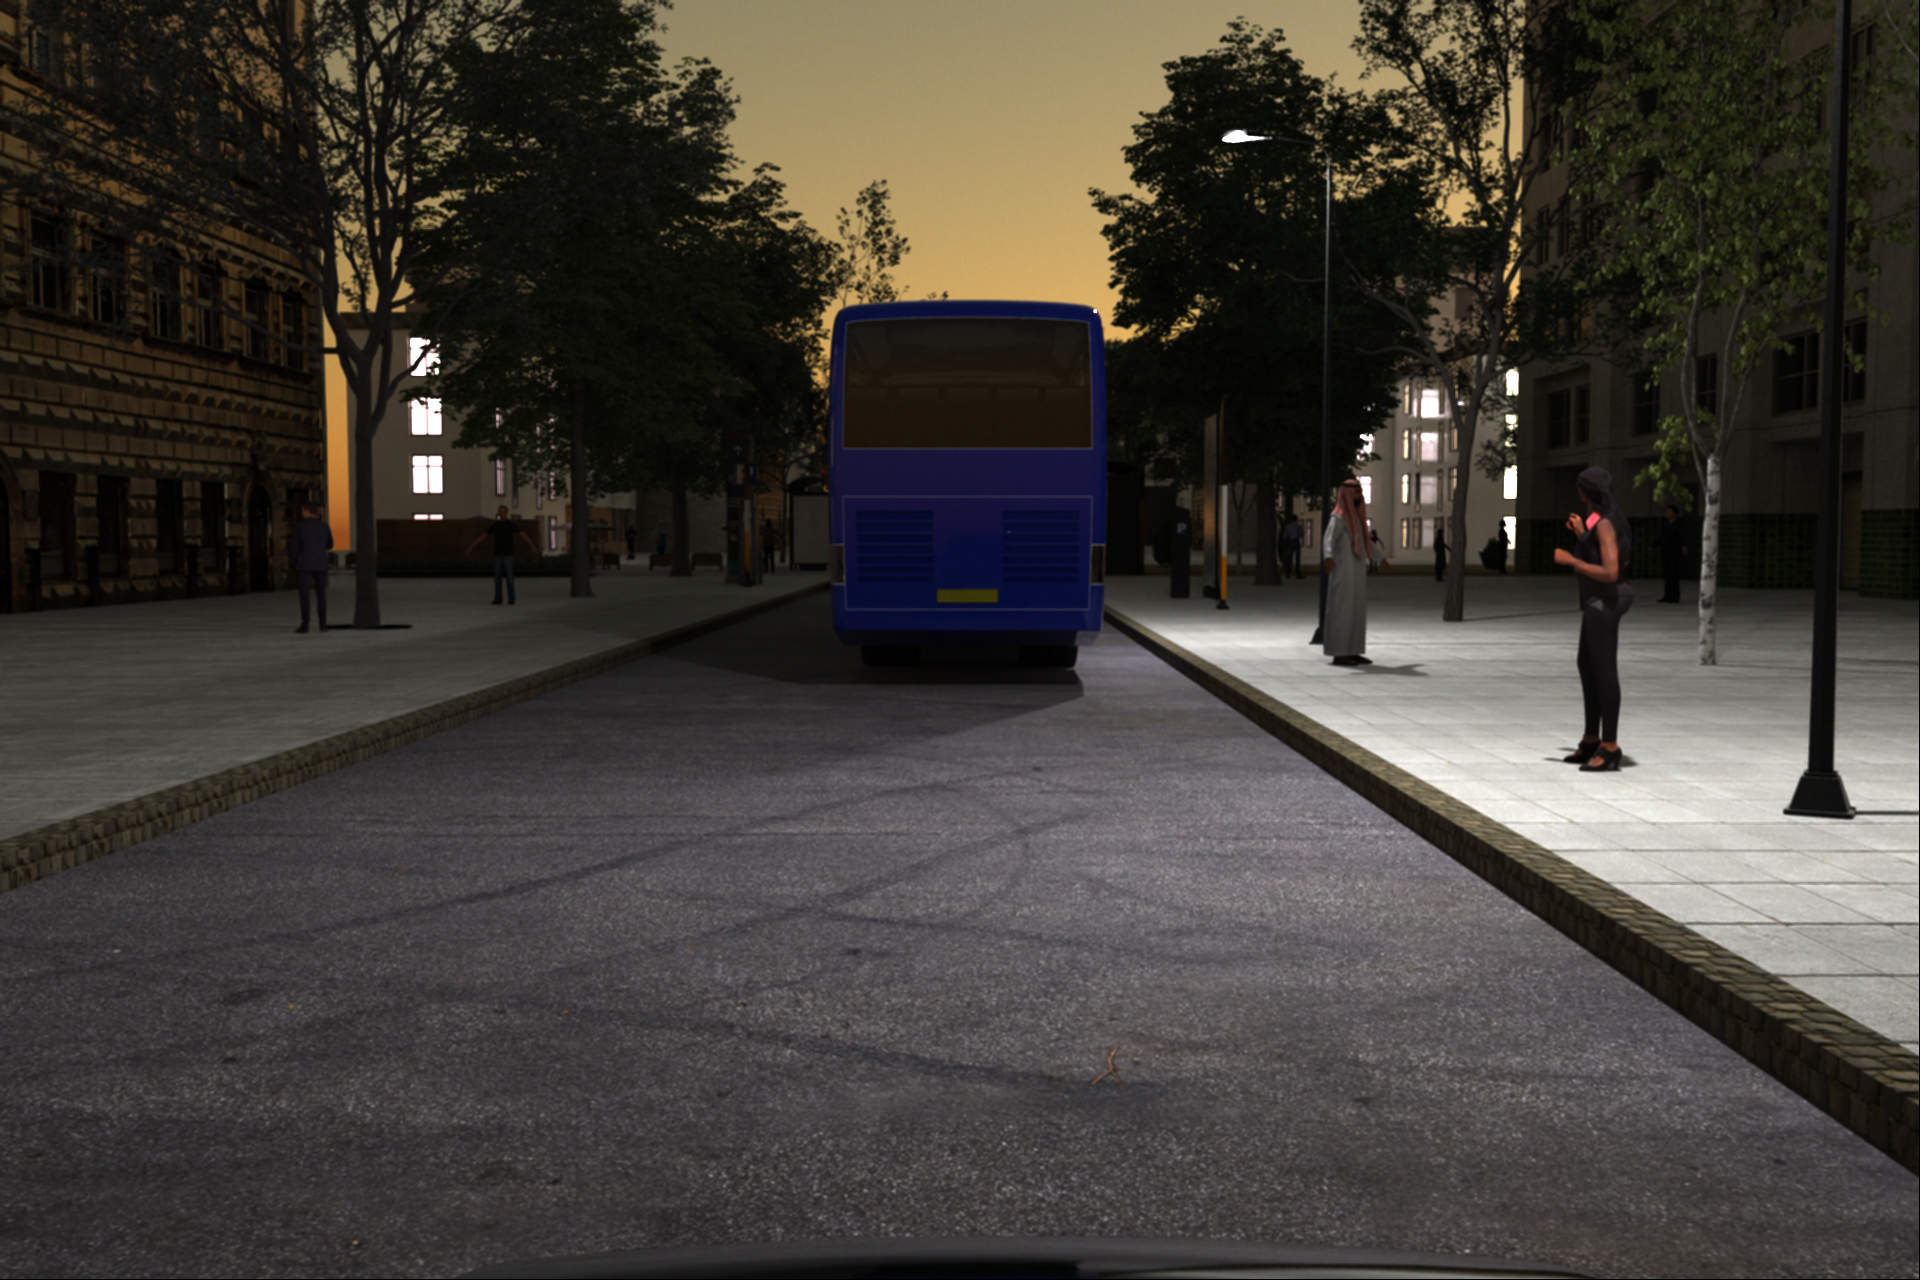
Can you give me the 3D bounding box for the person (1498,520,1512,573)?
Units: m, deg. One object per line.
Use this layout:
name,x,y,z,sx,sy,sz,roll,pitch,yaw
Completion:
person,17.785,-3.042,56.460,0.721,1.740,1.216,0,4,5

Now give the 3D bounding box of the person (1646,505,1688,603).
person,13.268,-1.609,32.353,0.704,1.823,1.345,0,4,-7

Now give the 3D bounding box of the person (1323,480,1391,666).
person,3.852,-0.666,17.030,0.704,1.811,1.347,3,4,38

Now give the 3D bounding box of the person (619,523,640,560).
person,-16.472,-4.941,86.570,1.354,1.856,0.705,2,4,34

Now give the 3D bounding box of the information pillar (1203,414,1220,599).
information pillar,5.087,-2.657,34.752,0.184,3.620,1.656,0,4,0

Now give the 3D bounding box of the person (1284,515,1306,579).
person,9.651,-2.680,49.731,0.709,1.838,0.599,2,4,35

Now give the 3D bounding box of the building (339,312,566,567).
building,-22.575,-8.411,79.674,9.099,9.664,28.070,0,4,0

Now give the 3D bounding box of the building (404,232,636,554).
building,-27.054,-15.183,104.670,16.016,20.090,11.380,0,3,0

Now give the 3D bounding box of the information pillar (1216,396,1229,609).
information pillar,4.495,-2.339,29.602,0.183,3.616,0.504,0,4,1

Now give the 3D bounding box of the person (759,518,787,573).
person,-6.362,-3.149,57.607,1.348,1.813,0.705,1,4,16

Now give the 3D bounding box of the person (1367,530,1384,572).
person,13.855,-2.994,58.215,0.599,1.433,0.991,-3,5,-41

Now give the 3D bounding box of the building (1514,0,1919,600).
building,26.693,-10.695,41.321,16.747,18.905,31.486,0,4,0

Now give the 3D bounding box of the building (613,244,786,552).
building,-23.508,-18.364,131.179,19.493,23.208,18.063,0,4,1

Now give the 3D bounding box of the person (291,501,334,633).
person,-8.448,-0.957,22.608,0.541,1.710,0.530,-2,4,-29

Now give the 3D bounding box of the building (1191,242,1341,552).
building,27.917,-18.317,130.418,19.493,23.208,18.063,0,4,1

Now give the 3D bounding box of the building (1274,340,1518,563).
building,23.002,-8.995,89.211,9.099,9.664,28.070,0,4,0

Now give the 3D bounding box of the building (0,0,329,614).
building,-24.406,-12.283,31.750,19.493,23.208,18.063,0,4,0

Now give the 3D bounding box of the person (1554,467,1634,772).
person,3.432,-0.120,9.471,0.415,1.643,0.593,-1,4,-17

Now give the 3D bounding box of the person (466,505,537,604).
person,-8.324,-1.550,31.558,1.348,1.803,0.705,0,4,7

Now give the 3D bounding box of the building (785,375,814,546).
building,-22.182,-20.402,189.994,16.016,20.090,11.380,0,4,0

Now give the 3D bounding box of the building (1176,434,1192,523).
building,27.893,-19.877,181.408,16.016,20.090,11.380,0,4,0

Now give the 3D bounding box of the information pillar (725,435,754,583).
information pillar,-5.770,-3.435,45.536,0.750,3.857,0.750,0,4,1

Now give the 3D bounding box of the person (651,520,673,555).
person,-11.831,-3.847,68.757,0.705,1.847,1.347,2,4,32

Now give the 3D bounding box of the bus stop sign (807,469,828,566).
bus stop sign,-5.808,-5.008,70.577,0.855,3.939,0.416,0,4,0

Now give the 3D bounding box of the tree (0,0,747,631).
tree,-8.064,-6.905,23.260,12.009,13.543,11.850,0,3,0

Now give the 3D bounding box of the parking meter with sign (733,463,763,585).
parking meter with sign,-5.265,-2.886,43.442,0.543,3.016,1.738,0,4,2

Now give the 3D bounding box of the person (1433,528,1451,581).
person,13.157,-2.326,47.238,0.599,1.438,0.989,3,5,40

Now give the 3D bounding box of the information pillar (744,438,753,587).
information pillar,-5.150,-3.098,42.005,0.183,3.616,0.504,0,4,1

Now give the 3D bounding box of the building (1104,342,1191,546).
building,27.669,-21.827,200.850,27.936,21.610,32.646,0,4,1

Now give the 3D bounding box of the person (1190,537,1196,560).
person,11.232,-4.880,86.058,1.348,1.796,0.705,-3,5,-43

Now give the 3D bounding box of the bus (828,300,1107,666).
bus,0.133,-1.843,21.677,2.896,3.916,12.251,0,4,1

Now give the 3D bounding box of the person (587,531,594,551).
person,-16.457,-4.312,76.271,0.705,1.858,1.354,1,4,21

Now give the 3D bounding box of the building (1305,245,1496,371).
building,26.831,-16.046,118.775,16.016,20.090,11.380,0,4,1
